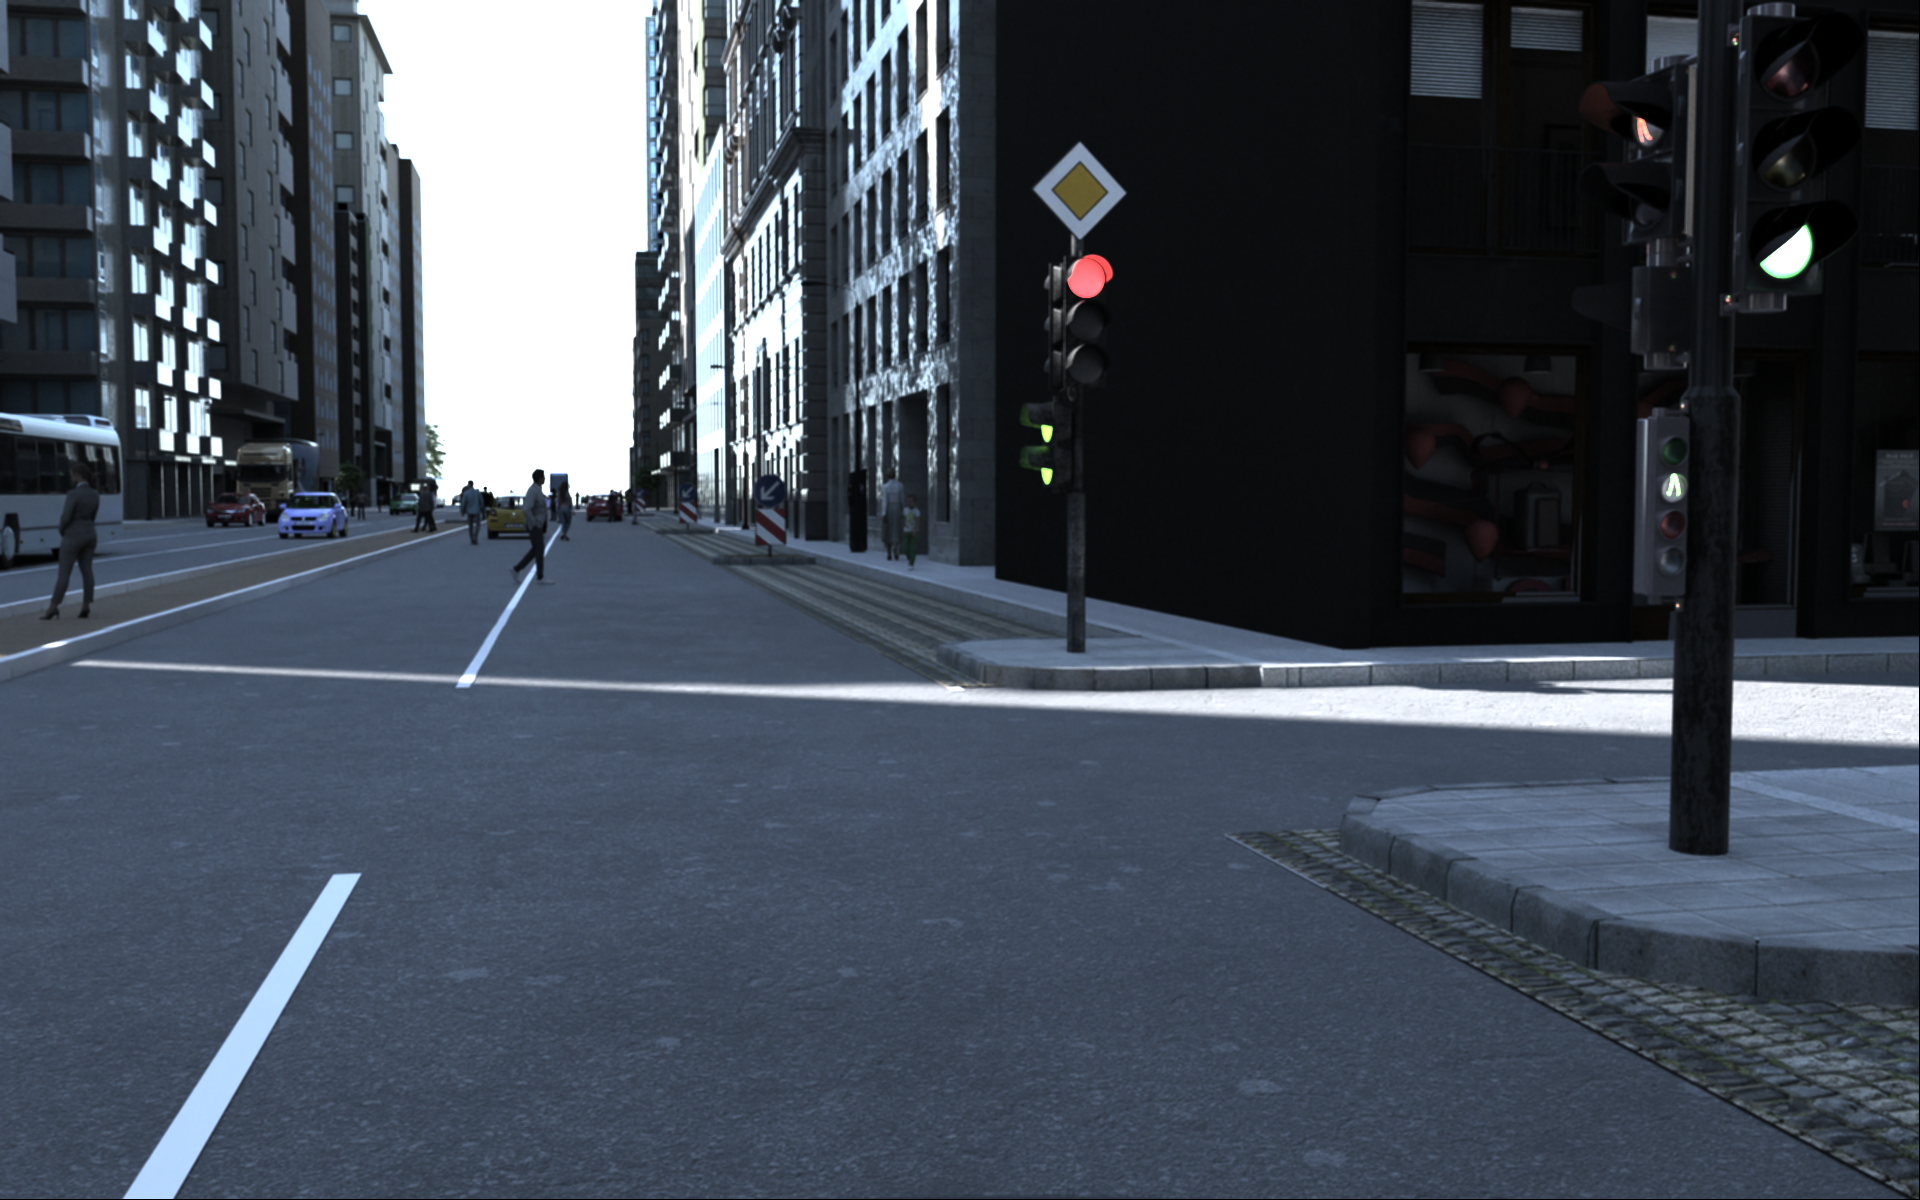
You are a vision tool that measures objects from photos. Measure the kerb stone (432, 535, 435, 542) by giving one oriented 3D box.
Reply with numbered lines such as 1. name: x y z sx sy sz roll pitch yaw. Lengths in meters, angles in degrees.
1. kerb stone: -15.667 -1.765 51.047 0.120 0.150 1.000 -1 4 -12

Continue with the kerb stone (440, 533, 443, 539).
1. kerb stone: -16.328 -1.943 54.061 0.120 0.150 1.000 -1 4 -12

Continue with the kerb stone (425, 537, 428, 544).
1. kerb stone: -15.234 -1.642 49.042 0.120 0.150 1.000 -1 4 -12

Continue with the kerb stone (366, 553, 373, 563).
1. kerb stone: -12.382 -0.846 36.026 0.120 0.150 1.000 -1 4 -12

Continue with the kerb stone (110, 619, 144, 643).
1. kerb stone: -8.216 0.320 16.982 0.120 0.150 1.000 -1 4 -12

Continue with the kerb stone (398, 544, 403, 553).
1. kerb stone: -13.698 -1.209 42.029 0.120 0.150 1.000 -1 4 -12

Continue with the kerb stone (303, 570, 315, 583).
1. kerb stone: -10.621 -0.353 28.011 0.120 0.150 1.000 -1 4 -12

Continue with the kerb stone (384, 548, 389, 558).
1. kerb stone: -13.034 -1.029 39.032 0.120 0.150 1.000 -1 4 -12

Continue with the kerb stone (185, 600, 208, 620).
1. kerb stone: -8.872 0.135 19.981 0.120 0.150 1.000 -1 4 -12

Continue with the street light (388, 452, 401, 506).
1. street light: -61.967 -13.285 189.751 1.470 5.913 1.316 -1 4 -12

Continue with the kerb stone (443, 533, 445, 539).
1. kerb stone: -16.543 -2.002 55.060 0.120 0.150 1.000 -1 4 -12

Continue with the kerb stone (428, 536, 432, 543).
1. kerb stone: -15.446 -1.704 50.048 0.120 0.150 1.000 -1 4 -12

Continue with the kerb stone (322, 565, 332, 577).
1. kerb stone: -11.066 -0.472 30.009 0.120 0.150 1.000 -1 4 -12

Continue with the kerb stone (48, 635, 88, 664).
1. kerb stone: -7.769 0.444 14.979 0.120 0.150 1.000 -1 4 -12

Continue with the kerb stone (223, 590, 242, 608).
1. kerb stone: -9.318 0.012 22.000 0.120 0.150 1.000 -1 4 -12

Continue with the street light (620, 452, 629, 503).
1. street light: -36.861 -13.501 193.277 1.470 5.913 1.316 -1 4 -12

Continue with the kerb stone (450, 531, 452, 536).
1. kerb stone: -17.207 -2.192 58.072 0.120 0.150 1.000 -1 4 -12

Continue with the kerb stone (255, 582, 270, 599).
1. kerb stone: -9.749 -0.111 24.007 0.120 0.150 1.000 -1 4 -12

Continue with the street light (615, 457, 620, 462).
1. street light: -42.279 -15.009 217.940 1.470 5.913 1.316 -1 4 -12

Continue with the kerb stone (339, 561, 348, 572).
1. kerb stone: -11.496 -0.596 32.016 0.120 0.150 1.000 -1 4 -12

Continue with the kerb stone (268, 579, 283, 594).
1. kerb stone: -9.967 -0.172 25.006 0.120 0.150 1.000 -1 4 -12

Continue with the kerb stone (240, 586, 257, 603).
1. kerb stone: -9.530 -0.049 23.003 0.120 0.150 1.000 -1 4 -12

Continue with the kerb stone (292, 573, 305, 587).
1. kerb stone: -10.405 -0.293 27.012 0.120 0.150 1.000 -1 4 -12

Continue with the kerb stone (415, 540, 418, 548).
1. kerb stone: -14.575 -1.454 46.048 0.120 0.150 1.000 -1 4 -12

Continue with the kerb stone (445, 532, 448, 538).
1. kerb stone: -16.765 -2.069 56.068 0.120 0.150 1.000 -1 4 -12

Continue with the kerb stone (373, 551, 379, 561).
1. kerb stone: -12.603 -0.907 37.026 0.120 0.150 1.000 -1 4 -12

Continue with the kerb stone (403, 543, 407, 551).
1. kerb stone: -13.916 -1.274 43.036 0.120 0.150 1.000 -1 4 -12

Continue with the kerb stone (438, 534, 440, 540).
1. kerb stone: -16.104 -1.881 53.057 0.120 0.150 1.000 -1 4 -12

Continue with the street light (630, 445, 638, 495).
1. street light: -30.034 -11.617 162.475 1.470 5.913 1.316 -1 4 -12

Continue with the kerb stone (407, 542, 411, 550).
1. kerb stone: -14.139 -1.336 44.039 0.120 0.150 1.000 -1 4 -12

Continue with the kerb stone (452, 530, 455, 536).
1. kerb stone: -17.425 -2.254 59.070 0.120 0.150 1.000 -1 4 -12

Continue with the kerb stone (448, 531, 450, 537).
1. kerb stone: -16.984 -2.128 57.069 0.120 0.150 1.000 -1 4 -12

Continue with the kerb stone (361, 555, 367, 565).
1. kerb stone: -12.158 -0.785 35.022 0.120 0.150 1.000 -1 4 -12

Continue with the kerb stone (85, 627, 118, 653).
1. kerb stone: -7.993 0.388 15.985 0.120 0.150 1.000 -1 4 -12

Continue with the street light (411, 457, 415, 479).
1. street light: -67.374 -14.794 214.416 1.470 5.913 1.316 -1 4 -12

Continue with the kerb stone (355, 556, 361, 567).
1. kerb stone: -11.936 -0.723 34.025 0.120 0.150 1.000 -1 4 -12

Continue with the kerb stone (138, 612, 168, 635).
1. kerb stone: -8.435 0.258 17.981 0.120 0.150 1.000 -1 4 -12

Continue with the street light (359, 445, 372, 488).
1. street light: -56.676 -11.775 165.061 1.470 5.913 1.316 -1 4 -12

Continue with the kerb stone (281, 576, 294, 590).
1. kerb stone: -10.187 -0.233 26.004 0.120 0.150 1.000 -1 4 -12

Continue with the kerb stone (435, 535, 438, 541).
1. kerb stone: -15.884 -1.826 52.059 0.120 0.150 1.000 -1 4 -12

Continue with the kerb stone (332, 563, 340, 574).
1. kerb stone: -11.279 -0.537 31.012 0.120 0.150 1.000 -1 4 -12

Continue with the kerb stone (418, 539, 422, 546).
1. kerb stone: -14.798 -1.519 47.045 0.120 0.150 1.000 -1 4 -12

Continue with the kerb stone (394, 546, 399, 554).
1. kerb stone: -13.472 -1.152 41.032 0.120 0.150 1.000 -1 4 -12

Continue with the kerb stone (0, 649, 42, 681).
1. kerb stone: -7.545 0.506 13.974 0.120 0.150 1.000 -1 4 -12

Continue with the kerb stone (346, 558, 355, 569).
1. kerb stone: -11.710 -0.661 33.021 0.120 0.150 1.000 -1 4 -12

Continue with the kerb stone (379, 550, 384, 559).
1. kerb stone: -12.816 -0.968 38.034 0.120 0.150 1.000 -1 4 -12

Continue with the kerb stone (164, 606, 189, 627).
1. kerb stone: -8.652 0.198 18.980 0.120 0.150 1.000 -1 4 -12

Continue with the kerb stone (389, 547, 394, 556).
1. kerb stone: -13.262 -1.091 40.028 0.120 0.150 1.000 -1 4 -12

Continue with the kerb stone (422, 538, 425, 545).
1. kerb stone: -15.015 -1.578 48.044 0.120 0.150 1.000 -1 4 -12

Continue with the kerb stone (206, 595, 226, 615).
1. kerb stone: -9.086 0.074 20.985 0.120 0.150 1.000 -1 4 -12

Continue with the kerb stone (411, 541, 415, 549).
1. kerb stone: -14.360 -1.397 45.042 0.120 0.150 1.000 -1 4 -12

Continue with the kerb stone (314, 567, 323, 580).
1. kerb stone: -10.843 -0.412 29.009 0.120 0.150 1.000 -1 4 -12
